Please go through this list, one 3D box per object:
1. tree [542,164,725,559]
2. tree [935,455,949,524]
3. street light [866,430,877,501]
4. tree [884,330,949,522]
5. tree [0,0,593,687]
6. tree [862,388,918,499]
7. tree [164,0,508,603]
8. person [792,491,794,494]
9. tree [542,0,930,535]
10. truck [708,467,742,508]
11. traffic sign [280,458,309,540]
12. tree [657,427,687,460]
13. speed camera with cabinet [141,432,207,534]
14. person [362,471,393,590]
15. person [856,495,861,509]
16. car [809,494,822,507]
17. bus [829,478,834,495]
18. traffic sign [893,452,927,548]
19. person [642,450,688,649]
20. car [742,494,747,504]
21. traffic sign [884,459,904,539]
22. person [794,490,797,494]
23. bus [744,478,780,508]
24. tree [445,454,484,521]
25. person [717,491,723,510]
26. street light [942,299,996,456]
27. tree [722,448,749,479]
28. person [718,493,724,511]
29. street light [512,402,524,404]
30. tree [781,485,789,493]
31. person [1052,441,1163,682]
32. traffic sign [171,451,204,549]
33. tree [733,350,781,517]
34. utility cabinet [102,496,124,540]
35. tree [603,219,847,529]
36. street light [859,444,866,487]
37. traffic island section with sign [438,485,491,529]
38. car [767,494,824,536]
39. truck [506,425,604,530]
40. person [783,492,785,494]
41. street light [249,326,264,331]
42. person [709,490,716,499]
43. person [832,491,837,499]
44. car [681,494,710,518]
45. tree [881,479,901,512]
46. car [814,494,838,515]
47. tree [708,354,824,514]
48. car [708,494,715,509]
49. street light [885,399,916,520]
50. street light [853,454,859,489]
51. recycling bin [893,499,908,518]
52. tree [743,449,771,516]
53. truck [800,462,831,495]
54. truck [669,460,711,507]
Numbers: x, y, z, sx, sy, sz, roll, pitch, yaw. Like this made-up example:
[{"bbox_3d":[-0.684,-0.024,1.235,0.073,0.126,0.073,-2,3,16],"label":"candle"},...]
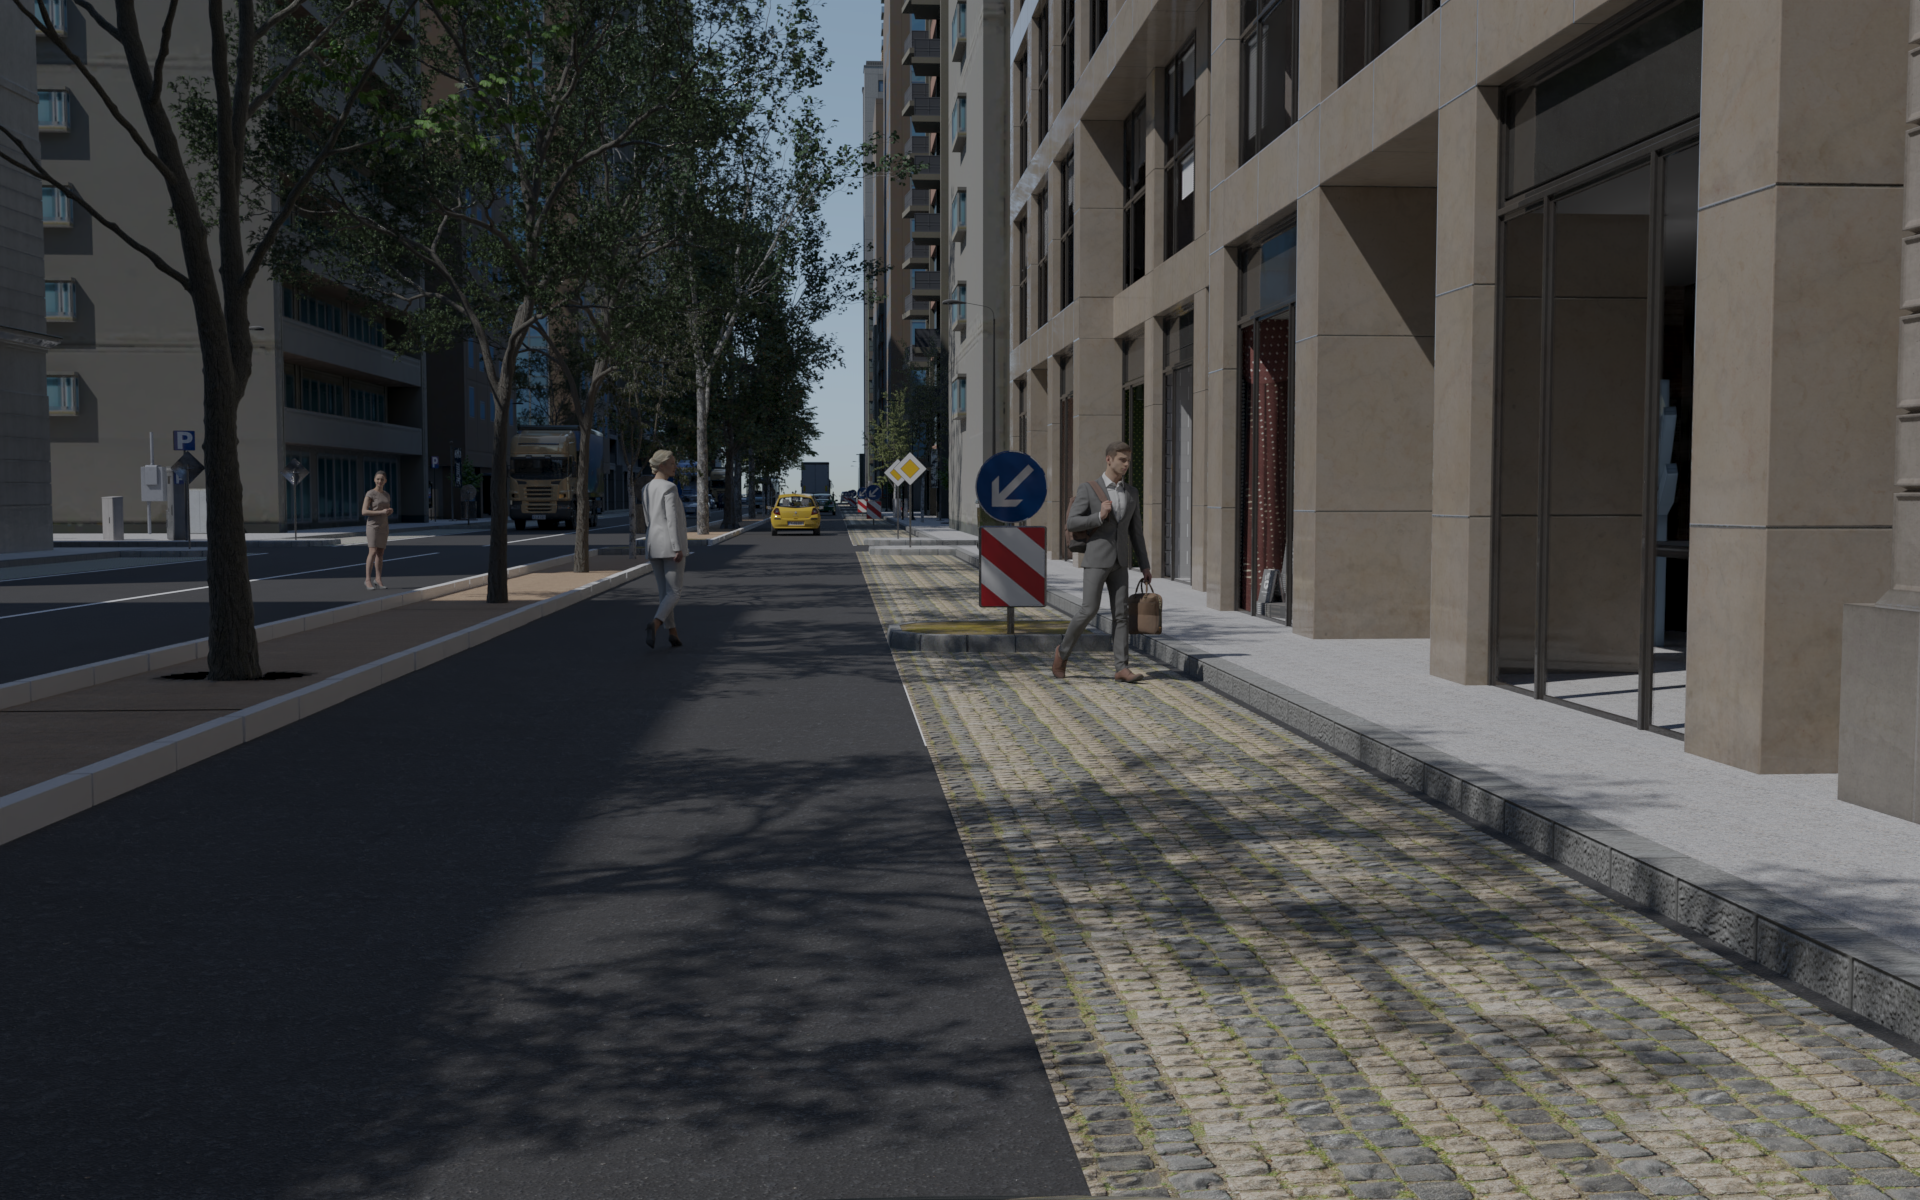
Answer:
[{"bbox_3d":[-7.157,-5.182,37.553,4.360,8.622,3.978,0,3,0],"label":"tree"},{"bbox_3d":[-0.199,-4.913,74.929,1.663,3.219,1.824,0,3,0],"label":"tree"},{"bbox_3d":[-5.810,-9.292,124.463,1.470,5.913,1.316,0,4,-4],"label":"street light"},{"bbox_3d":[-1.670,-7.837,78.501,4.360,8.622,3.978,0,3,0],"label":"tree"},{"bbox_3d":[-5.722,-5.194,13.141,9.928,11.665,9.643,0,3,0],"label":"tree"},{"bbox_3d":[-4.577,-10.331,119.280,4.737,8.622,4.395,0,3,0],"label":"tree"},{"bbox_3d":[-6.059,-5.208,22.020,8.767,10.594,7.601,0,4,-4],"label":"tree"},{"bbox_3d":[-19.358,-11.640,199.531,0.721,1.743,1.217,3,5,39],"label":"person"},{"bbox_3d":[-7.728,-12.293,59.339,12.611,20.169,13.585,0,3,0],"label":"tree"},{"bbox_3d":[-24.390,-11.706,180.302,2.839,4.237,11.283,0,4,-3],"label":"truck"},{"bbox_3d":[-18.525,-2.729,48.257,0.795,2.450,0.064,0,4,-4],"label":"traffic sign"},{"bbox_3d":[-31.744,-17.133,198.256,7.486,12.596,7.792,0,3,0],"label":"tree"},{"bbox_3d":[-25.106,-3.744,55.556,2.038,3.252,0.660,0,4,-5],"label":"speed camera with cabinet"},{"bbox_3d":[-8.749,-1.054,26.074,0.374,1.781,0.599,2,4,28],"label":"person"},{"bbox_3d":[-8.950,-8.845,153.667,0.990,1.755,0.434,-2,4,-28],"label":"person"},{"bbox_3d":[-9.181,-5.625,102.189,2.015,1.641,3.980,0,4,-4],"label":"car"},{"bbox_3d":[-19.273,-15.352,242.549,2.896,3.916,12.252,0,4,-3],"label":"bus"},{"bbox_3d":[-1.195,-2.314,41.483,0.795,2.450,0.064,0,4,-4],"label":"traffic sign"},{"bbox_3d":[-2.759,-0.466,15.996,0.514,1.842,0.818,1,4,23],"label":"person"},{"bbox_3d":[-28.093,-13.066,225.636,2.014,1.417,4.499,0,4,-5],"label":"car"},{"bbox_3d":[-1.773,-2.802,49.448,0.795,2.450,0.064,0,4,-4],"label":"traffic sign"},{"bbox_3d":[-17.408,-10.770,184.456,0.599,1.838,0.709,0,4,-1],"label":"person"},{"bbox_3d":[-20.234,-11.206,178.079,2.948,3.499,13.247,0,4,-2],"label":"bus"},{"bbox_3d":[-23.856,-5.476,84.134,1.663,3.219,1.824,0,3,0],"label":"tree"},{"bbox_3d":[-21.215,-8.801,153.313,0.541,1.710,0.530,-1,4,-21],"label":"person"},{"bbox_3d":[0.275,-4.220,41.540,1.470,5.913,1.316,0,4,-4],"label":"street light"},{"bbox_3d":[-37.704,-22.759,282.477,12.009,13.543,11.850,0,3,0],"label":"tree"},{"bbox_3d":[-19.065,-8.100,141.020,1.350,1.814,0.705,0,4,7],"label":"person"},{"bbox_3d":[-22.733,-7.035,87.567,1.470,5.913,1.316,0,4,-4],"label":"street light"},{"bbox_3d":[-12.309,-9.513,108.356,4.360,8.622,3.978,0,3,0],"label":"tree"},{"bbox_3d":[1.115,-0.290,13.199,0.622,1.834,0.822,-3,4,-37],"label":"person"},{"bbox_3d":[-17.947,-2.242,40.293,0.795,2.450,0.064,0,4,-4],"label":"traffic sign"},{"bbox_3d":[-10.235,-7.645,77.820,4.360,8.622,3.978,0,3,0],"label":"tree"},{"bbox_3d":[-23.716,-2.282,48.472,0.306,1.237,1.020,-3,5,-41],"label":"utility cabinet"},{"bbox_3d":[-9.438,-9.248,70.662,9.611,12.733,9.660,0,3,0],"label":"tree"},{"bbox_3d":[-8.452,-11.572,161.738,1.470,5.913,1.316,0,4,-4],"label":"street light"},{"bbox_3d":[-20.201,-3.815,71.002,1.989,1.847,2.006,0,4,-4],"label":"traffic island section with sign"},{"bbox_3d":[-5.780,-3.094,60.812,2.015,1.641,3.980,0,4,-6],"label":"car"},{"bbox_3d":[-16.902,-5.128,72.759,2.839,4.237,11.283,0,4,-5],"label":"truck"},{"bbox_3d":[-19.919,-11.427,196.256,0.530,1.710,0.541,1,4,12],"label":"person"},{"bbox_3d":[-19.944,-4.617,48.022,1.470,5.913,1.316,0,4,-4],"label":"street light"},{"bbox_3d":[-24.823,-10.071,172.797,0.705,1.869,1.348,2,4,26],"label":"person"},{"bbox_3d":[-19.065,-15.435,260.877,0.705,1.823,1.348,3,5,44],"label":"person"},{"bbox_3d":[-15.908,-5.592,103.434,2.014,1.417,4.499,0,4,-3],"label":"car"},{"bbox_3d":[-4.928,-8.123,127.405,1.663,3.219,1.824,0,3,0],"label":"tree"},{"bbox_3d":[-9.338,-6.474,117.650,2.131,1.459,4.920,0,4,-4],"label":"car"},{"bbox_3d":[-13.334,-12.235,120.624,7.486,12.596,7.792,0,3,0],"label":"tree"},{"bbox_3d":[-24.052,-9.246,163.169,2.014,1.417,4.499,0,4,-5],"label":"car"},{"bbox_3d":[-2.869,-6.868,84.831,1.470,5.913,1.316,0,4,-4],"label":"street light"},{"bbox_3d":[-11.356,-13.962,200.819,1.470,5.913,1.316,0,4,-4],"label":"street light"},{"bbox_3d":[-3.273,-5.050,95.118,0.722,1.027,0.722,-1,4,-13],"label":"recycling bin"},{"bbox_3d":[-12.739,-9.880,114.358,4.737,8.622,4.395,0,3,0],"label":"tree"},{"bbox_3d":[-13.034,-10.232,156.209,2.839,4.237,11.283,0,4,-5],"label":"truck"},{"bbox_3d":[-22.210,-9.361,142.812,2.967,4.110,18.799,0,4,-6],"label":"truck"}]
